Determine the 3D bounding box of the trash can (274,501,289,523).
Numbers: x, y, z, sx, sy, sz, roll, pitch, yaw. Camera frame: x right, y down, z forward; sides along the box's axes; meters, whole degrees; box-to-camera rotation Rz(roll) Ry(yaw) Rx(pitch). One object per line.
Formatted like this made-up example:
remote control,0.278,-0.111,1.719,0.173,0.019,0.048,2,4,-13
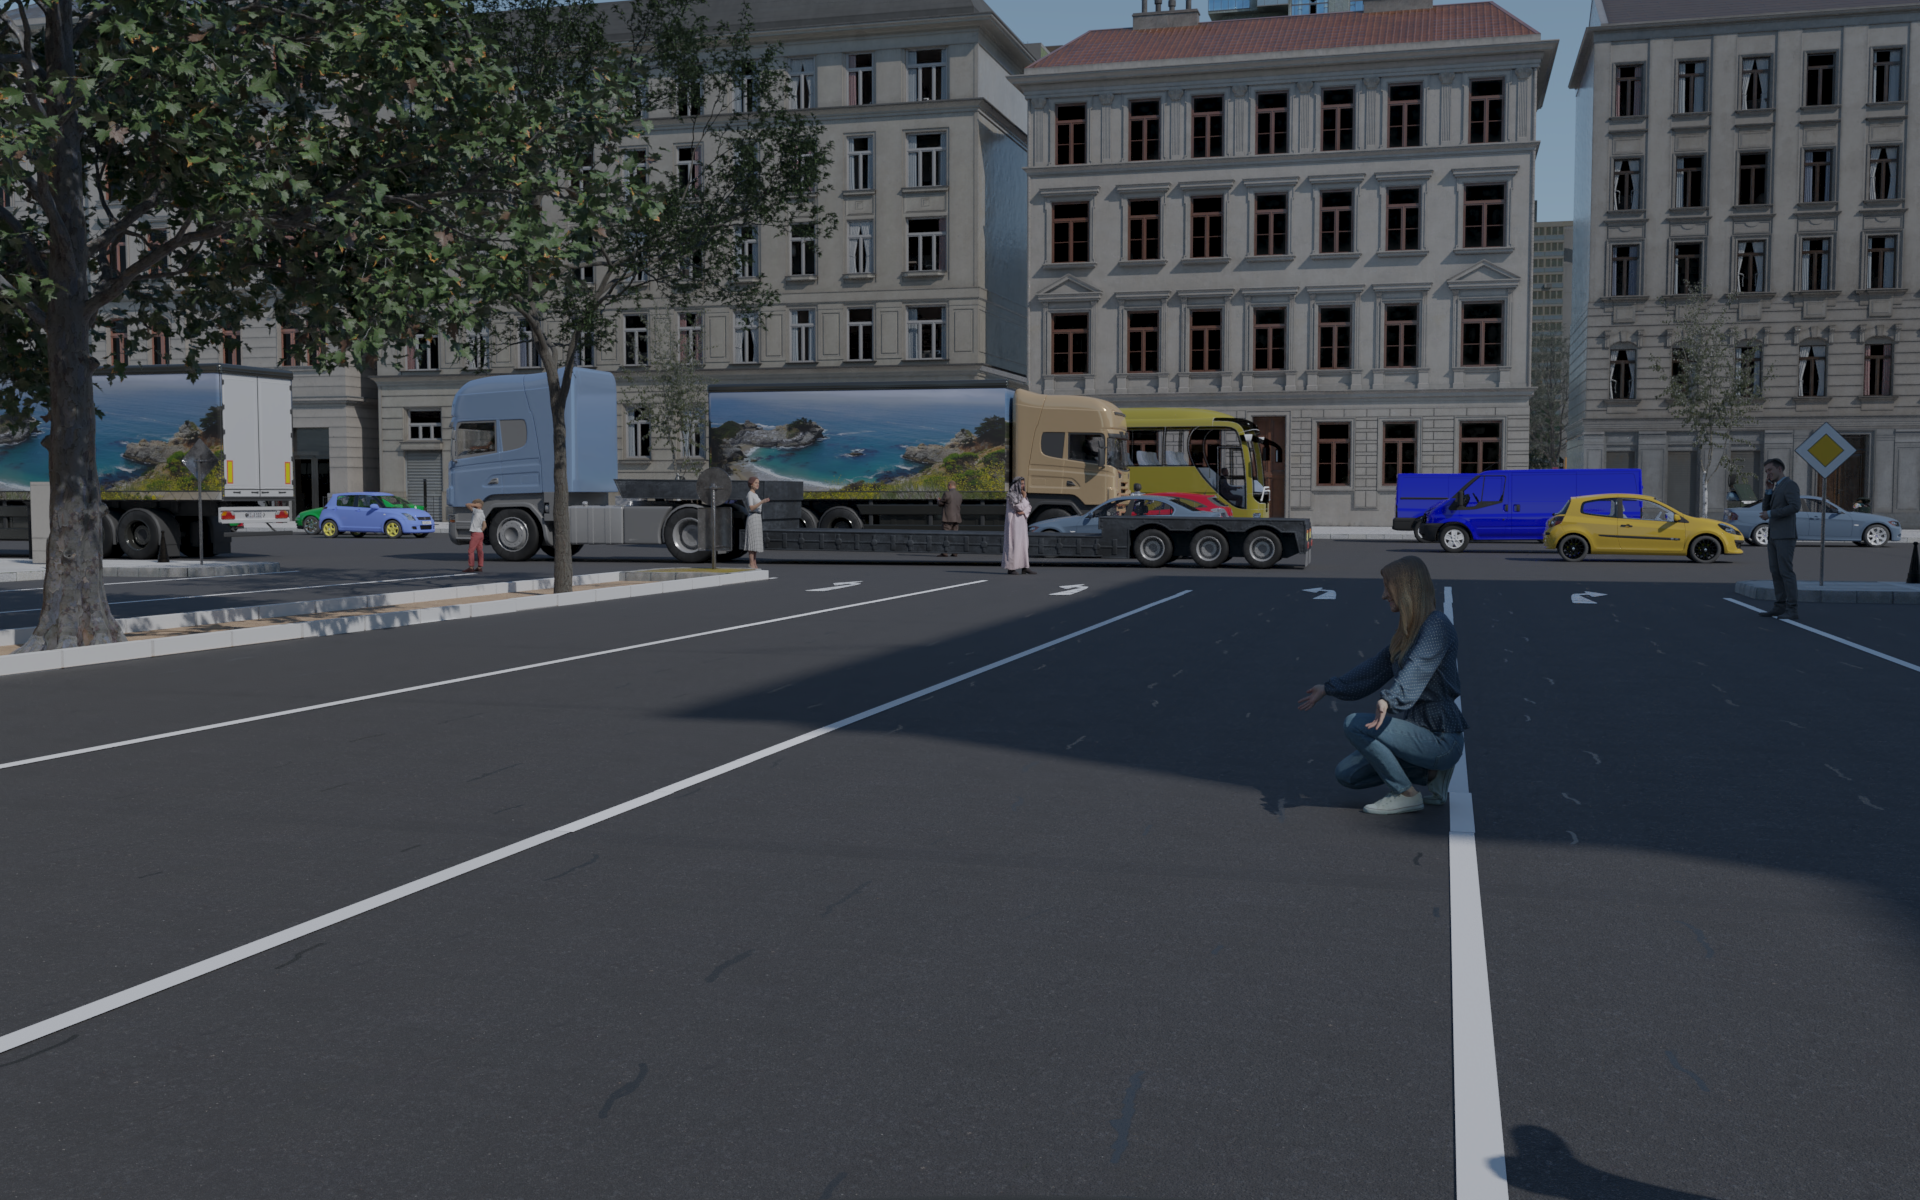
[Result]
trash can,-30.334,-4.025,77.456,0.748,1.137,0.748,0,3,0

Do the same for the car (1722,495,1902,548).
car,23.334,-2.175,47.561,4.499,1.417,2.014,1,4,15

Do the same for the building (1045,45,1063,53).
building,4.780,-31.950,172.492,14.200,45.320,14.600,1,4,16

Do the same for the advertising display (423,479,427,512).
advertising display,-22.763,-4.191,73.742,0.123,1.923,0.974,-1,4,-16

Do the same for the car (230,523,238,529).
car,-26.817,-3.045,58.588,4.718,1.807,1.959,1,4,14

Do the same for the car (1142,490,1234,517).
car,4.970,-2.217,45.288,4.494,1.783,2.155,1,4,15

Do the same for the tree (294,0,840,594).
tree,-5.376,-5.328,23.987,8.767,10.594,7.601,1,4,16

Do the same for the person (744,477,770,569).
person,-3.721,-1.400,31.956,0.524,1.755,0.480,1,4,8

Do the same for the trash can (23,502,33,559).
trash can,-17.215,-1.283,32.636,0.748,1.137,0.748,0,3,0

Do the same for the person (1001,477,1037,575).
person,1.040,-1.323,30.804,0.621,1.740,0.551,1,4,14

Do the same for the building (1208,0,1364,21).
building,45.752,-56.354,234.052,31.000,86.520,22.319,1,4,16

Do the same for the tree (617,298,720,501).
tree,-10.600,-6.977,64.431,4.360,8.622,3.978,0,3,0

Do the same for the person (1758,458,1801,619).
person,9.444,-0.716,20.016,0.447,1.846,0.655,0,4,3

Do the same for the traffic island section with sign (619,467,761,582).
traffic island section with sign,-4.365,-1.277,29.011,2.006,1.907,1.989,1,4,16

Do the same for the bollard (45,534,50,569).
bollard,-15.638,-0.843,29.820,0.229,0.601,0.229,0,3,0

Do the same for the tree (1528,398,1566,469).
tree,58.151,-15.411,177.723,9.928,11.665,9.643,0,3,0

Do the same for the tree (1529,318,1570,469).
tree,41.524,-12.878,120.924,12.009,13.543,11.850,0,3,0

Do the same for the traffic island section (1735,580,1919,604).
traffic island section,12.057,-0.118,24.206,2.009,0.180,2.903,1,4,16

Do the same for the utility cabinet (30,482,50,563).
utility cabinet,-16.321,-1.402,31.599,1.173,1.500,0.318,1,4,12

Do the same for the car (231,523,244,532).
car,-27.991,-3.267,62.457,4.494,1.783,2.155,1,4,16

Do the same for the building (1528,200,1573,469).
building,74.140,-33.059,232.401,23.993,40.220,32.217,1,4,16

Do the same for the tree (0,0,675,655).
tree,-7.868,-5.857,15.225,9.611,12.733,9.660,0,3,0

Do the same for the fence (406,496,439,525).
fence,-22.530,-3.667,71.161,0.480,1.192,2.264,3,4,39

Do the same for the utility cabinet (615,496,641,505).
utility cabinet,-13.260,-3.552,69.241,1.020,1.237,0.306,1,4,15

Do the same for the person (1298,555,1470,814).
person,1.933,0.379,7.806,0.738,1.151,1.012,0,4,7

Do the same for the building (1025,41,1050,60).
building,-0.052,-28.788,154.277,14.154,41.232,14.086,1,4,16

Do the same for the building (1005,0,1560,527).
building,13.553,-14.480,72.897,21.152,22.565,11.583,1,4,16

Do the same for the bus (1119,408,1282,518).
bus,3.074,-3.617,50.679,12.252,3.916,2.896,1,4,17

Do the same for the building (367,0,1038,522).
building,-11.017,-15.218,82.101,30.059,22.955,16.112,1,4,16

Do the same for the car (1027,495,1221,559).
car,3.676,-1.651,38.988,4.499,1.417,2.014,1,4,16

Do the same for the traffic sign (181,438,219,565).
traffic sign,-13.730,-1.692,31.303,0.795,2.450,0.064,1,4,16

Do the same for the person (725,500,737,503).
person,-6.318,-2.358,46.920,0.709,1.838,0.599,-1,4,-19

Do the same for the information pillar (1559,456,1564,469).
information pillar,36.782,-6.995,105.724,0.504,3.616,0.183,2,4,26

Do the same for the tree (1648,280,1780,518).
tree,25.425,-6.632,58.793,4.360,8.622,3.978,0,3,0

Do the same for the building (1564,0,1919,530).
building,33.235,-13.307,66.720,18.267,20.994,9.793,1,4,16

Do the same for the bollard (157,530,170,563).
bollard,-14.915,-1.002,32.416,0.229,0.601,0.229,0,3,0

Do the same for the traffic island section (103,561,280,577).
traffic island section,-13.755,-0.556,31.371,2.009,0.180,2.903,1,4,16

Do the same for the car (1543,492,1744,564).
car,14.492,-1.626,36.811,3.980,1.641,2.015,1,4,17

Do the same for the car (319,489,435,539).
car,-19.011,-2.874,56.578,3.694,1.707,1.945,1,4,16

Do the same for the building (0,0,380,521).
building,-37.193,-18.376,87.841,23.554,28.519,14.401,1,4,16

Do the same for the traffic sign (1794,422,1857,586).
traffic sign,12.032,-1.253,24.135,0.795,2.450,0.064,1,4,16

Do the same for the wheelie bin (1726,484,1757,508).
wheelie bin,24.434,-2.834,54.243,0.980,1.594,0.693,-1,4,-19

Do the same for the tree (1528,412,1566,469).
tree,49.046,-12.046,147.316,4.360,8.622,3.978,0,3,0

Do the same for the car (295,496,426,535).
car,-21.163,-3.197,61.075,4.718,1.807,1.959,1,4,15

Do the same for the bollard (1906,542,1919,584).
bollard,13.699,-0.538,24.842,0.229,0.601,0.229,0,3,0
